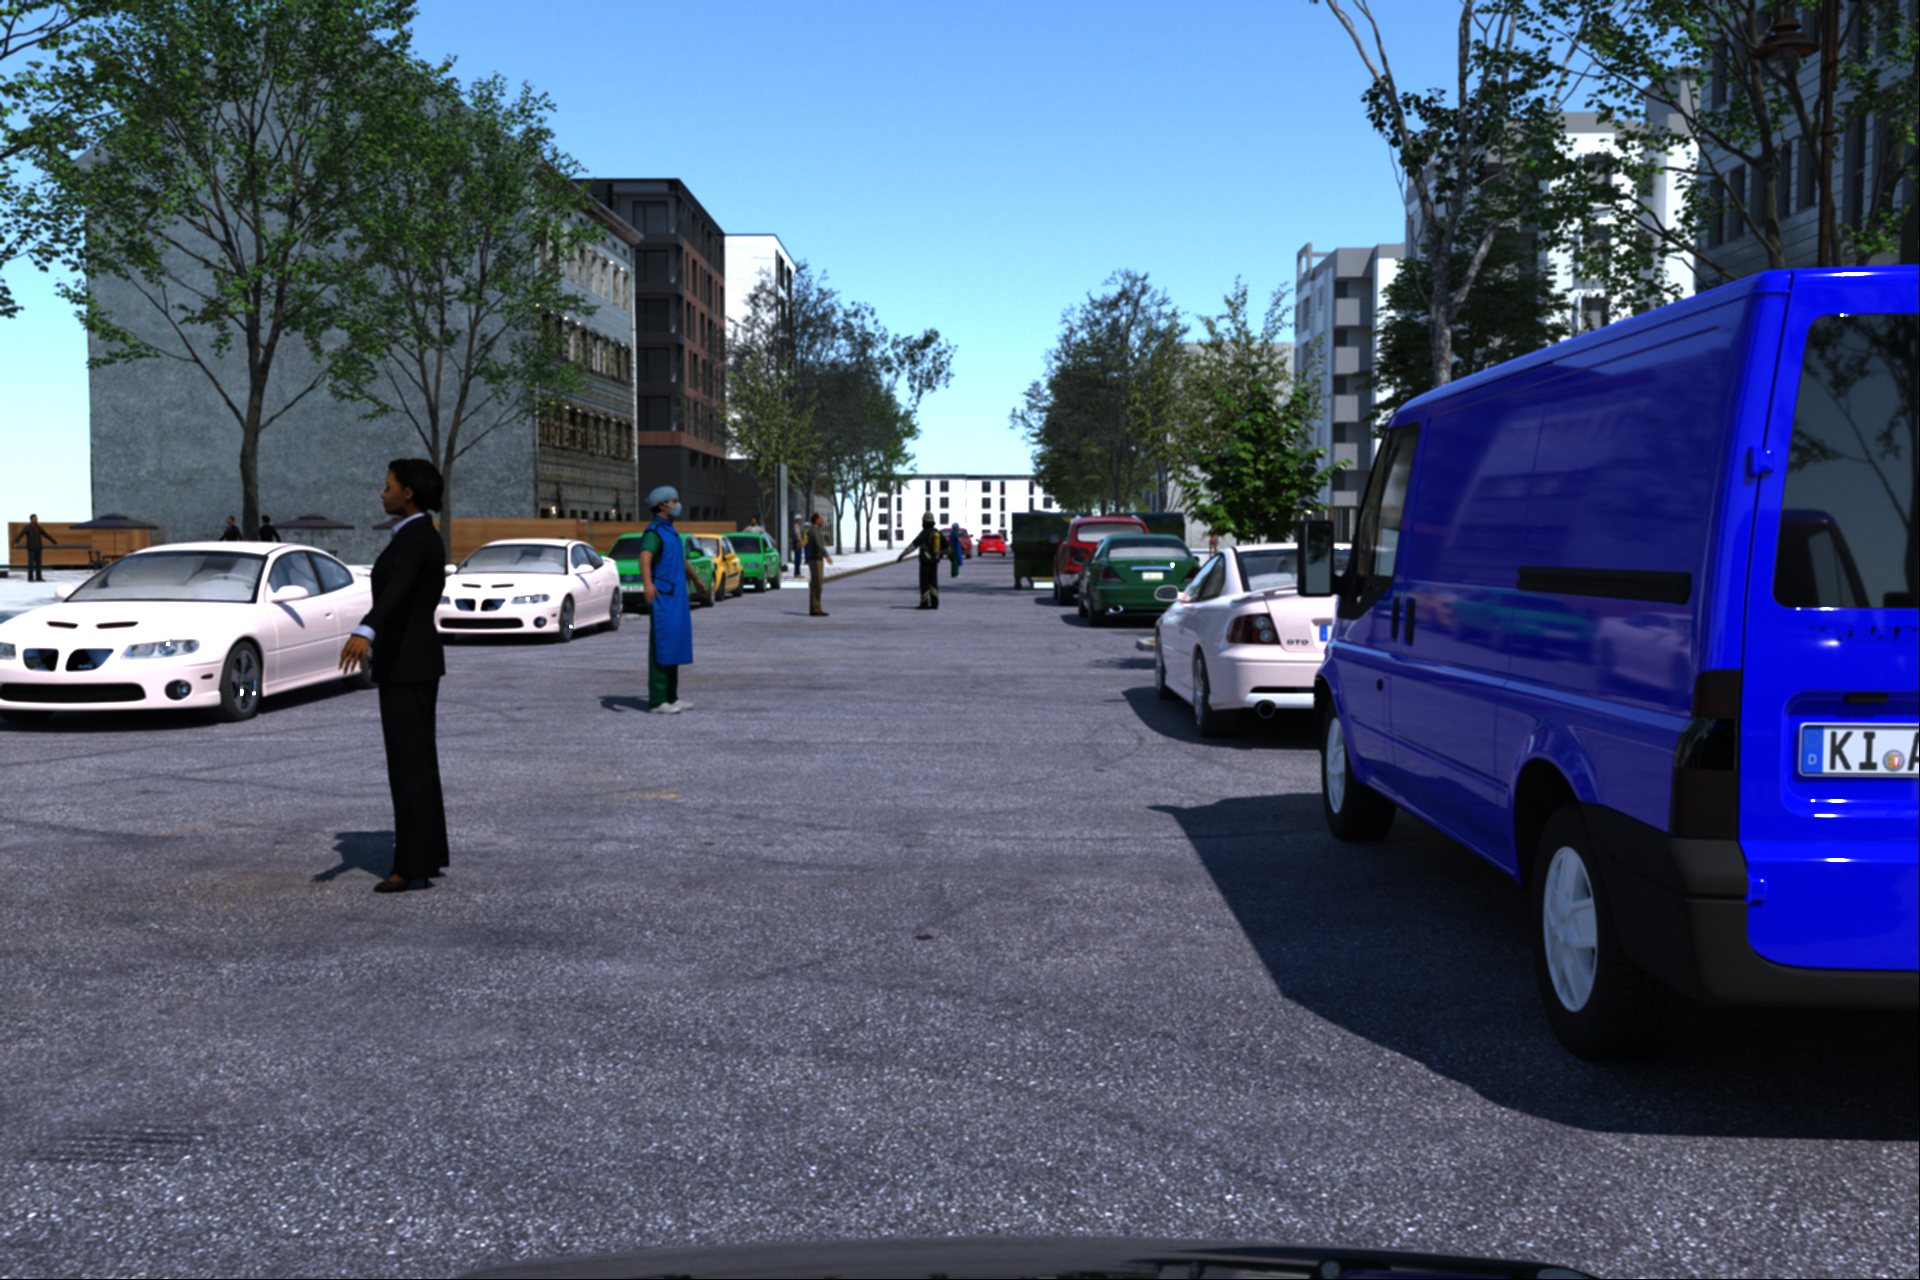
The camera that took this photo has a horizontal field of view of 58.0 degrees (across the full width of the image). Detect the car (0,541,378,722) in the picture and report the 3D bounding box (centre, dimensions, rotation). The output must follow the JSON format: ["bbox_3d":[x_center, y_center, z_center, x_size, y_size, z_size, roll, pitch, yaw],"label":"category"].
[{"bbox_3d":[-6.352,-0.144,14.720,2.083,1.381,4.827,0,4,1],"label":"car"}]

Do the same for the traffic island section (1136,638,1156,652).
[{"bbox_3d":[3.231,0.072,21.684,1.991,0.108,1.994,0,4,1],"label":"traffic island section"}]

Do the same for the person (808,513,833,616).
[{"bbox_3d":[-2.487,-1.321,30.334,0.705,1.796,1.348,-1,4,-17],"label":"person"}]

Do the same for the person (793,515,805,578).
[{"bbox_3d":[-4.681,-2.721,50.350,0.705,1.847,1.347,-1,4,-11],"label":"person"}]

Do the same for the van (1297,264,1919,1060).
[{"bbox_3d":[2.635,-0.120,6.351,2.240,2.365,5.245,0,4,1],"label":"van"}]

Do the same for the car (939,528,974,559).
[{"bbox_3d":[-0.339,-5.649,101.041,2.281,1.827,5.304,0,4,2],"label":"car"}]

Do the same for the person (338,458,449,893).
[{"bbox_3d":[-2.310,0.131,7.043,0.721,1.740,1.216,0,4,-6],"label":"person"}]

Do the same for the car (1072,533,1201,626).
[{"bbox_3d":[2.931,-1.014,28.379,2.131,1.459,4.920,0,4,1],"label":"car"}]

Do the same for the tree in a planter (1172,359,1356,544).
[{"bbox_3d":[3.064,-1.254,17.718,1.991,3.239,1.994,0,4,1],"label":"tree in a planter"}]

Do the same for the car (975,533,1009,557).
[{"bbox_3d":[2.041,-6.235,110.989,2.155,1.783,4.494,0,4,1],"label":"car"}]

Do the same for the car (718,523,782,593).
[{"bbox_3d":[-5.594,-2.136,43.713,1.959,1.807,4.718,0,4,1],"label":"car"}]

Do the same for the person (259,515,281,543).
[{"bbox_3d":[-19.293,-2.564,48.103,0.705,1.806,1.347,1,4,21],"label":"person"}]

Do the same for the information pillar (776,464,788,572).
[{"bbox_3d":[-6.012,-4.108,58.488,0.184,3.620,1.656,0,4,2],"label":"information pillar"}]

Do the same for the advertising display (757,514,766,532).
[{"bbox_3d":[-6.279,-3.030,54.753,0.123,1.923,0.974,0,4,3],"label":"advertising display"}]

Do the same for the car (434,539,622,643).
[{"bbox_3d":[-6.041,-0.732,24.335,2.083,1.381,4.827,0,4,2],"label":"car"}]

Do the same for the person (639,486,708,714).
[{"bbox_3d":[-2.341,-0.328,13.941,0.704,1.817,1.347,1,4,9],"label":"person"}]

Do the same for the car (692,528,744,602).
[{"bbox_3d":[-5.838,-1.700,38.026,2.015,1.641,3.980,0,4,2],"label":"car"}]

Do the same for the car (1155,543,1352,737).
[{"bbox_3d":[2.624,-0.075,13.596,2.083,1.381,4.827,0,4,1],"label":"car"}]

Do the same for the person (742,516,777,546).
[{"bbox_3d":[-5.988,-2.700,50.329,1.347,1.806,0.705,0,4,-5],"label":"person"}]

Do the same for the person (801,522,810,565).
[{"bbox_3d":[-6.413,-3.980,71.538,0.721,1.772,1.216,-1,4,-22],"label":"person"}]

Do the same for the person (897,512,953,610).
[{"bbox_3d":[-0.612,-1.508,32.891,1.354,1.856,0.705,-3,5,-42],"label":"person"}]

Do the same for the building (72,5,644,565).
[{"bbox_3d":[-26.133,-15.198,79.421,19.493,23.208,18.063,0,4,2],"label":"building"}]

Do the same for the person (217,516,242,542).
[{"bbox_3d":[-21.199,-2.699,50.352,1.346,1.802,0.704,3,4,36],"label":"person"}]

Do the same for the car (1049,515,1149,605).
[{"bbox_3d":[3.019,-1.688,36.268,2.281,1.827,5.304,0,4,1],"label":"car"}]

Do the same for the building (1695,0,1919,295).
[{"bbox_3d":[26.349,-15.765,35.244,11.434,29.767,29.804,0,4,2],"label":"building"}]

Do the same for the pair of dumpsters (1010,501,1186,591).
[{"bbox_3d":[3.503,-2.405,44.269,4.436,2.255,1.574,0,4,1],"label":"pair of dumpsters"}]

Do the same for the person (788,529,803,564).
[{"bbox_3d":[-7.036,-4.212,75.000,0.704,1.812,1.346,1,4,21],"label":"person"}]

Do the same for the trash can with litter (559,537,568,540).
[{"bbox_3d":[-8.933,-1.758,39.798,1.678,1.210,2.233,0,4,2],"label":"trash can with litter"}]

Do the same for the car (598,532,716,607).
[{"bbox_3d":[-5.769,-1.463,32.709,1.959,1.807,4.718,0,4,2],"label":"car"}]

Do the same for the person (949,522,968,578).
[{"bbox_3d":[-0.113,-2.965,57.069,0.704,1.817,1.347,-2,4,-23],"label":"person"}]

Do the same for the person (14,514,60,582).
[{"bbox_3d":[-24.777,-2.467,46.405,0.705,1.821,1.348,2,4,25],"label":"person"}]

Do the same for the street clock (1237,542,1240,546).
[{"bbox_3d":[6.931,-2.361,43.170,0.358,2.002,0.471,0,4,1],"label":"street clock"}]

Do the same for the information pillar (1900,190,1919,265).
[{"bbox_3d":[5.939,-1.183,10.703,0.183,3.616,0.504,0,4,1],"label":"information pillar"}]

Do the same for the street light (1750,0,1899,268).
[{"bbox_3d":[6.018,-2.404,12.088,0.468,5.910,1.993,0,4,2],"label":"street light"}]

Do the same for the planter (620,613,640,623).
[{"bbox_3d":[-6.358,-0.453,28.541,1.991,0.319,1.994,0,4,2],"label":"planter"}]

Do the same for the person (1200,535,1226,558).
[{"bbox_3d":[12.172,-4.683,83.366,1.217,1.733,0.721,0,4,4],"label":"person"}]
